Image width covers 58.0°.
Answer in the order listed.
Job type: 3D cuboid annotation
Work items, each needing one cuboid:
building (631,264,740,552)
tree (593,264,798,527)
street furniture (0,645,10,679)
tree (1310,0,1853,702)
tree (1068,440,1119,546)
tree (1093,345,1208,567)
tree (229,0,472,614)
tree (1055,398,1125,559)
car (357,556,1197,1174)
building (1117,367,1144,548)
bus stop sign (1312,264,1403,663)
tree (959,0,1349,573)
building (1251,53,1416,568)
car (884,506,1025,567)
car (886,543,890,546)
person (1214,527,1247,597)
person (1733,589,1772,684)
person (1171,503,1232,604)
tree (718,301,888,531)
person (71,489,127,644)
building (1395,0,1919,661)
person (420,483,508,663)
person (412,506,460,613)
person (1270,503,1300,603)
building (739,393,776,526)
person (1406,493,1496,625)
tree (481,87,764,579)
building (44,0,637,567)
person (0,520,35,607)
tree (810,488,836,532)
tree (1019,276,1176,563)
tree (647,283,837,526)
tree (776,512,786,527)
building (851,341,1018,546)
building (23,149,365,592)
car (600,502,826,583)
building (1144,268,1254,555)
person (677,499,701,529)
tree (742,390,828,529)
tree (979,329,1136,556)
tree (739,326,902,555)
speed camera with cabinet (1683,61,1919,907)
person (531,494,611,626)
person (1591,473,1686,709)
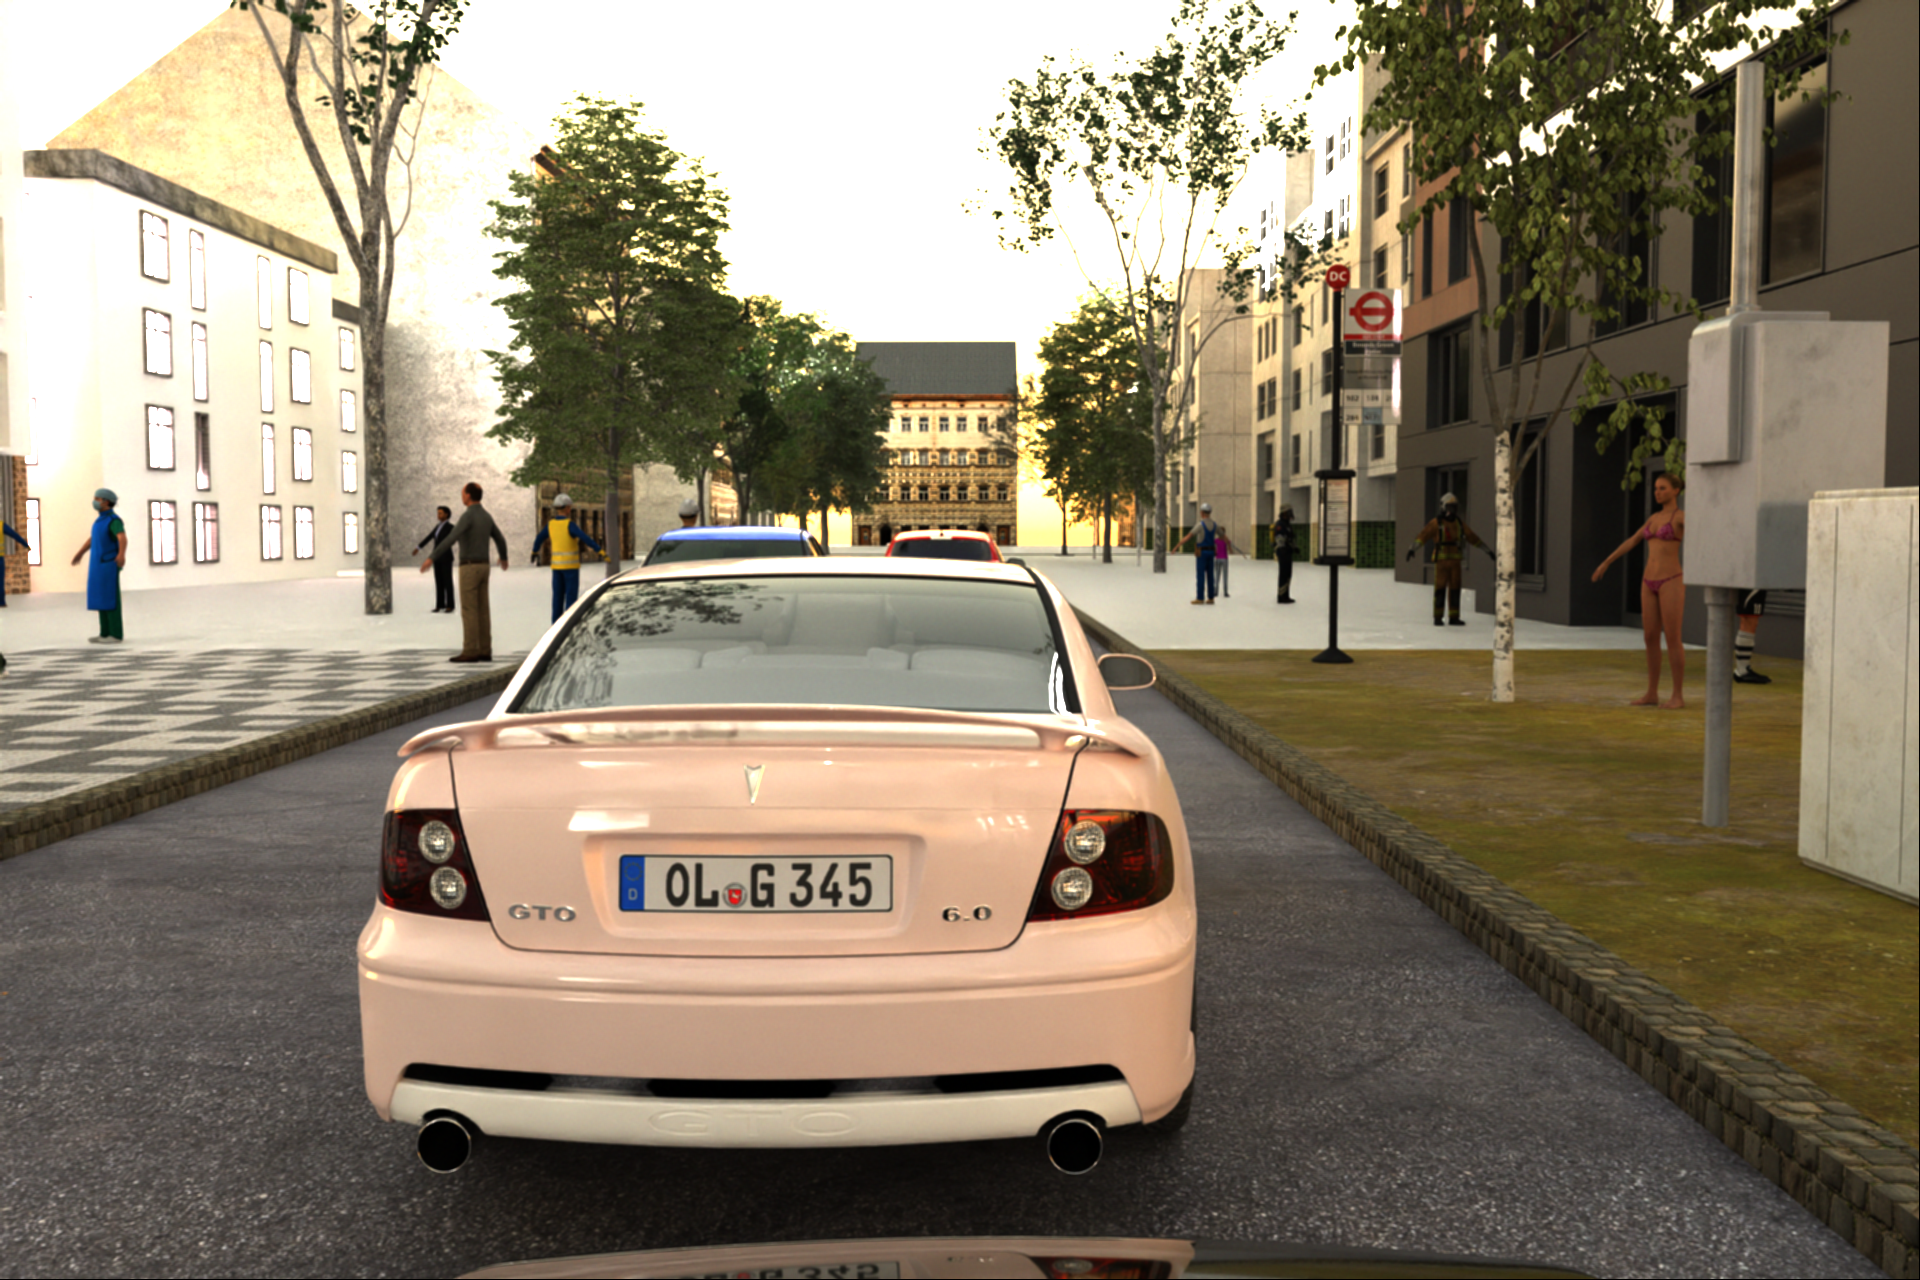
[{"bbox_3d":[-27.148,-18.394,131.677,19.493,23.208,18.063,0,4,-1],"label":"building"},{"bbox_3d":[-9.193,-7.666,59.751,7.601,10.594,8.767,-2,4,-32],"label":"tree"},{"bbox_3d":[-13.632,0.092,14.119,10.072,0.657,5.734,1,4,13],"label":"street furniture"},{"bbox_3d":[4.239,-3.818,12.794,4.737,8.622,4.395,0,3,0],"label":"tree"},{"bbox_3d":[15.632,-16.657,190.466,7.486,12.596,7.792,0,3,0],"label":"tree"},{"bbox_3d":[6.880,-7.207,68.197,4.360,8.622,3.978,0,3,0],"label":"tree"},{"bbox_3d":[-10.713,-10.445,26.658,12.611,20.169,13.585,0,3,0],"label":"tree"},{"bbox_3d":[6.802,-8.448,88.486,4.737,8.622,4.395,0,3,0],"label":"tree"},{"bbox_3d":[-0.364,0.418,5.527,2.083,1.381,4.827,0,4,0],"label":"car"},{"bbox_3d":[25.475,-20.650,168.548,19.493,23.208,18.063,0,3,0],"label":"building"},{"bbox_3d":[3.957,-1.746,17.243,0.855,3.939,0.416,0,3,0],"label":"bus stop sign"},{"bbox_3d":[6.312,-12.221,55.702,12.611,20.169,13.585,0,3,0],"label":"tree"},{"bbox_3d":[23.183,-12.596,72.396,16.747,18.905,31.486,0,4,0],"label":"building"},{"bbox_3d":[-0.211,-0.829,22.602,2.155,1.783,4.494,0,4,1],"label":"car"},{"bbox_3d":[-2.362,-4.178,80.679,2.083,1.381,4.827,0,4,0],"label":"car"},{"bbox_3d":[5.359,-1.600,35.419,0.991,1.433,0.599,1,4,18],"label":"person"},{"bbox_3d":[6.858,-0.540,14.971,0.704,1.843,1.345,1,4,21],"label":"person"},{"bbox_3d":[4.477,-1.581,31.706,1.347,1.847,0.705,-2,4,-28],"label":"person"},{"bbox_3d":[-8.591,-11.433,93.591,9.857,13.997,8.962,0,3,0],"label":"tree"},{"bbox_3d":[-10.076,-0.872,20.386,1.347,1.817,0.704,3,5,42],"label":"person"},{"bbox_3d":[22.342,-11.379,30.016,27.936,21.610,32.646,0,4,0],"label":"building"},{"bbox_3d":[-4.905,-0.681,17.402,0.705,1.796,1.348,1,4,20],"label":"person"},{"bbox_3d":[-8.495,-1.319,28.284,1.216,1.740,0.721,2,4,32],"label":"person"},{"bbox_3d":[6.067,-1.614,32.167,0.705,1.856,1.354,1,4,22],"label":"person"},{"bbox_3d":[-26.950,-17.924,159.508,16.747,18.905,31.486,0,4,0],"label":"building"},{"bbox_3d":[6.865,-1.135,24.319,1.354,1.858,0.705,-1,4,-12],"label":"person"},{"bbox_3d":[-8.684,-7.746,44.772,7.486,12.596,7.792,0,3,0],"label":"tree"},{"bbox_3d":[-25.533,-14.999,76.162,19.493,23.208,18.063,0,4,1],"label":"building"},{"bbox_3d":[-16.925,-1.486,30.269,1.349,1.833,0.705,-2,4,-29],"label":"person"},{"bbox_3d":[-15.050,-14.749,191.501,4.360,8.622,3.978,0,3,0],"label":"tree"},{"bbox_3d":[6.222,-9.706,76.821,7.486,12.596,7.792,0,3,0],"label":"tree"},{"bbox_3d":[-8.819,-8.856,70.558,9.928,11.665,9.643,0,3,0],"label":"tree"},{"bbox_3d":[-20.141,-14.948,194.756,4.737,8.622,4.395,0,3,0],"label":"tree"},{"bbox_3d":[-2.679,-22.172,195.904,18.063,23.208,19.493,0,4,1],"label":"building"},{"bbox_3d":[-23.162,-6.720,52.023,9.099,9.664,28.070,0,4,1],"label":"building"},{"bbox_3d":[-1.726,-0.229,13.329,1.945,1.707,3.694,0,4,0],"label":"car"},{"bbox_3d":[23.252,-15.740,123.804,16.747,18.905,31.486,0,3,0],"label":"building"},{"bbox_3d":[-2.624,-0.493,16.975,1.216,1.772,0.721,0,4,7],"label":"person"},{"bbox_3d":[-8.647,-8.151,83.632,4.737,8.622,4.395,0,3,0],"label":"tree"},{"bbox_3d":[6.137,-11.740,102.325,12.009,13.543,11.850,0,3,0],"label":"tree"},{"bbox_3d":[-8.392,-12.159,105.453,9.857,13.997,8.962,0,3,0],"label":"tree"},{"bbox_3d":[3.533,-0.756,6.703,0.660,3.252,2.038,0,4,-2],"label":"speed camera with cabinet"},{"bbox_3d":[-4.792,-0.903,21.230,1.216,1.772,0.721,2,4,27],"label":"person"},{"bbox_3d":[5.165,-0.369,12.843,0.721,1.733,1.217,-1,4,-23],"label":"person"}]
